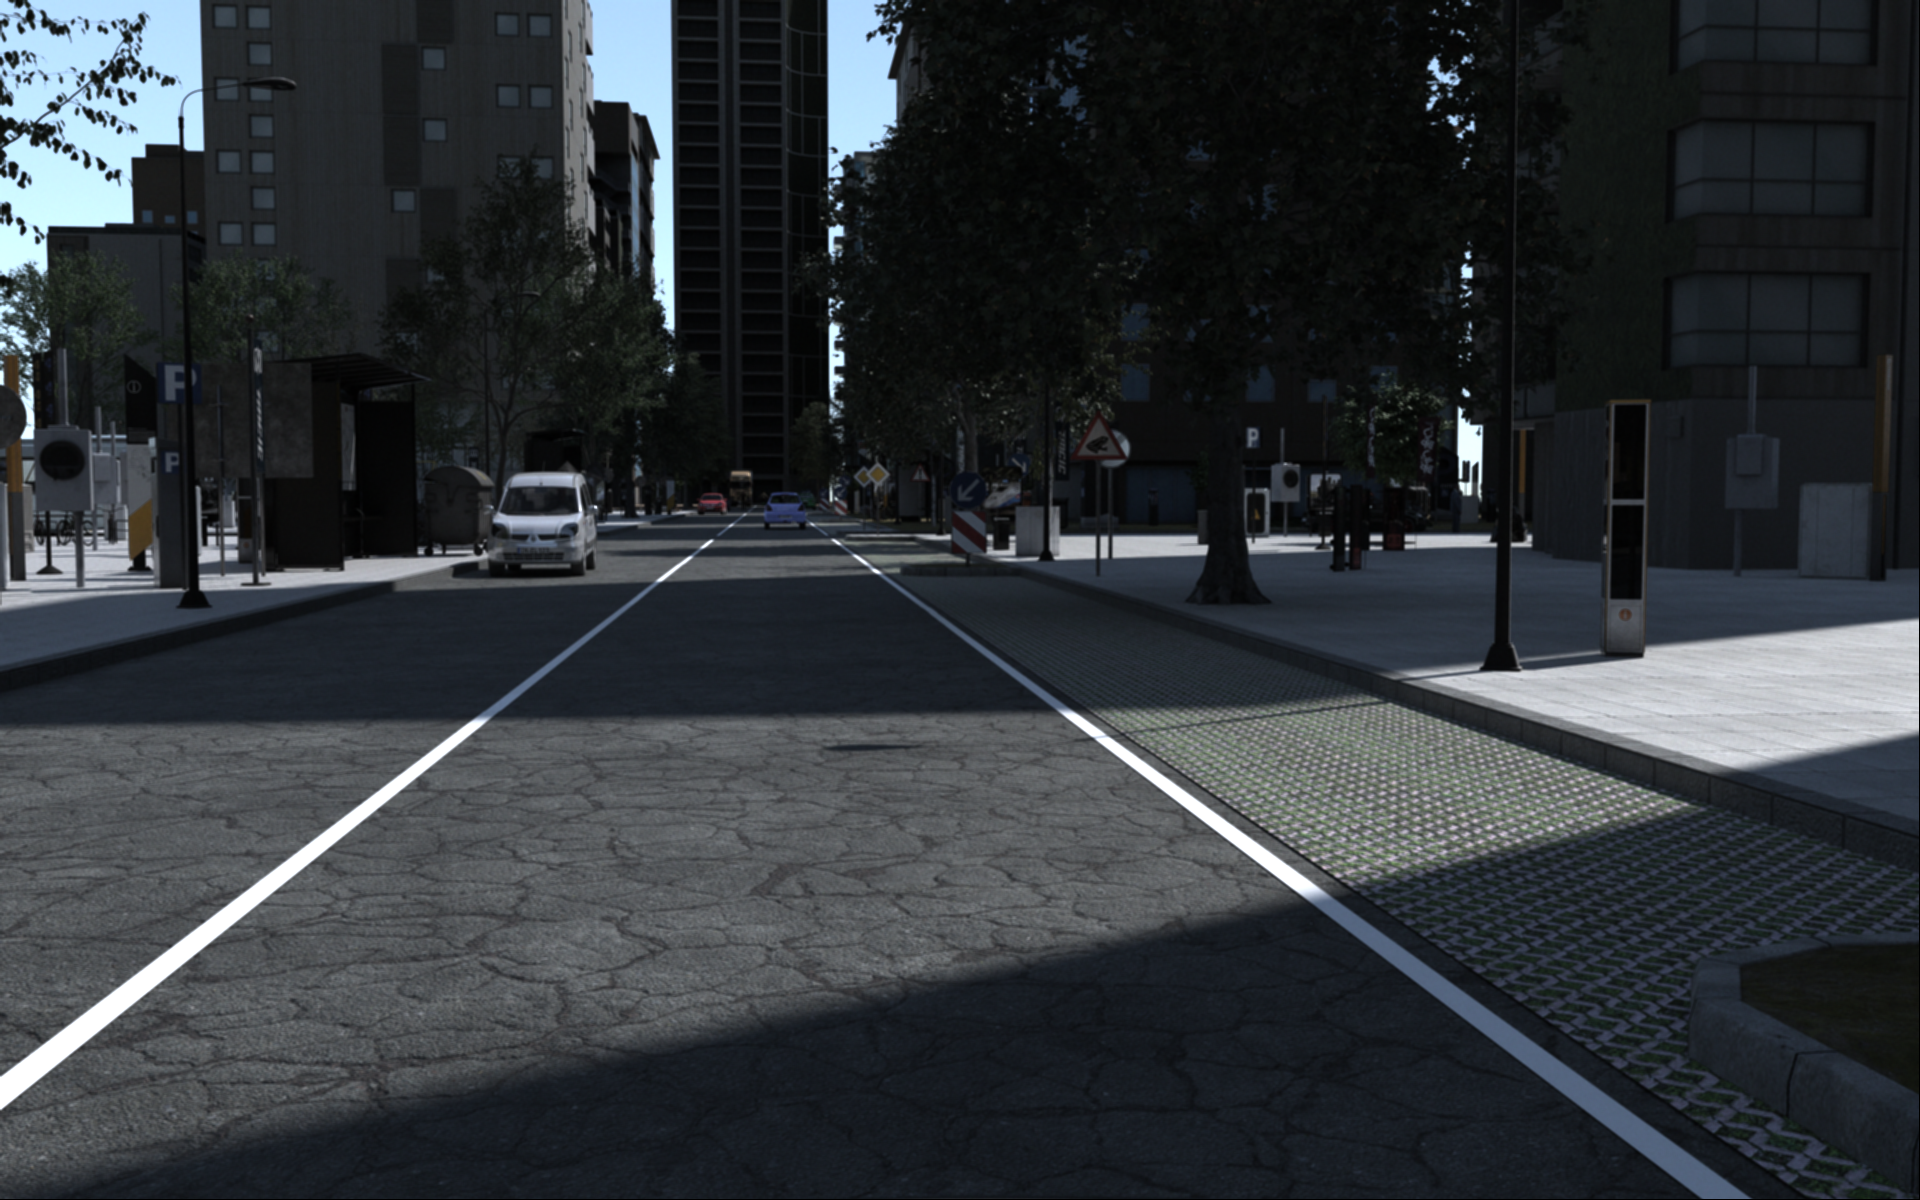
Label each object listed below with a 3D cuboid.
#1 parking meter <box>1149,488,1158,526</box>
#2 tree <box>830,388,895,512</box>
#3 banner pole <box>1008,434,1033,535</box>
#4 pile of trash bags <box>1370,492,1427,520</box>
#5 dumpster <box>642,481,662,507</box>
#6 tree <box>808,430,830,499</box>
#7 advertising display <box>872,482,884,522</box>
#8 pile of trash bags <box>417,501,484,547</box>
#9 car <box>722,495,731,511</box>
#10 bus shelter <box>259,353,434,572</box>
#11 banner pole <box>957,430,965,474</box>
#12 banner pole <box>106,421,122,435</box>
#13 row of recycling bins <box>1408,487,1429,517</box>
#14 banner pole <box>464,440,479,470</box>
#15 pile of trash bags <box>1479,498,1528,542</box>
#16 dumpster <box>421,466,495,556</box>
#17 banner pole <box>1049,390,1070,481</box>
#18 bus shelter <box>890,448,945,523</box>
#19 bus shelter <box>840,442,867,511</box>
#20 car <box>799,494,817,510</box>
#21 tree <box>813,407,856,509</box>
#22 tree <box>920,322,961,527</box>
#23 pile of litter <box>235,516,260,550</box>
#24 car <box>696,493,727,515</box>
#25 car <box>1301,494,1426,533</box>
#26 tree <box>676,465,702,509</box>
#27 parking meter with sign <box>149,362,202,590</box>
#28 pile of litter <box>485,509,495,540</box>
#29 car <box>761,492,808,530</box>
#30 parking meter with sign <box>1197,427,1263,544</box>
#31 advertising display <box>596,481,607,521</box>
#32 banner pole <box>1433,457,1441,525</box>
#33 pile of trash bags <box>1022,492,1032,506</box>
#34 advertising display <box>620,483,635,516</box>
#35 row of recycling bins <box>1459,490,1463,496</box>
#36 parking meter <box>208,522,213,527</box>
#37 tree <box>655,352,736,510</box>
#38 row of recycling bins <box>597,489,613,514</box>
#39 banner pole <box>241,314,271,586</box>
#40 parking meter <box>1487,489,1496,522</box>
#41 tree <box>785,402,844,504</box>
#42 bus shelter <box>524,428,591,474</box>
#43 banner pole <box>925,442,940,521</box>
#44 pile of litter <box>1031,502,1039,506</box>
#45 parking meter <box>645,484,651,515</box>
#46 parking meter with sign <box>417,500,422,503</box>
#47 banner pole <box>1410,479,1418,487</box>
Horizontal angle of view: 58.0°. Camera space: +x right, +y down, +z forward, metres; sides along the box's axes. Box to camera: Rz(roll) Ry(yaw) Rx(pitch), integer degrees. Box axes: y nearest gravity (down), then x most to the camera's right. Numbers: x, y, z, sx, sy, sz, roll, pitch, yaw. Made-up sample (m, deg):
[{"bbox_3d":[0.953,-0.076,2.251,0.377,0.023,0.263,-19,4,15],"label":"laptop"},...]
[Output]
[{"bbox_3d":[7.833,-3.774,70.112,0.372,1.533,0.369,0,3,0],"label":"parking meter"},{"bbox_3d":[-4.791,-9.049,98.313,4.737,8.622,4.395,0,3,0],"label":"tree"},{"bbox_3d":[1.747,-3.945,54.512,0.863,3.779,0.401,2,4,30],"label":"banner pole"},{"bbox_3d":[16.964,-3.597,68.568,3.447,1.369,1.912,-3,5,-41],"label":"pile of trash bags"},{"bbox_3d":[-21.996,-7.445,124.224,1.502,2.255,1.985,0,4,-6],"label":"dumpster"},{"bbox_3d":[-13.617,-14.226,182.952,4.737,8.622,4.395,0,3,0],"label":"tree"},{"bbox_3d":[-3.829,-4.617,80.704,0.123,1.923,0.974,2,4,26],"label":"advertising display"},{"bbox_3d":[-12.957,-2.079,43.749,1.912,1.369,3.447,0,4,-5],"label":"pile of trash bags"},{"bbox_3d":[-20.728,-8.390,149.750,1.945,1.354,3.894,0,4,-6],"label":"car"},{"bbox_3d":[-11.120,-2.478,31.797,1.731,3.624,6.357,0,4,-6],"label":"bus shelter"},{"bbox_3d":[0.148,-3.844,52.864,0.401,3.779,0.863,-3,4,-39],"label":"banner pole"},{"bbox_3d":[-29.090,-4.264,59.734,0.863,3.779,0.401,2,4,24],"label":"banner pole"},{"bbox_3d":[25.373,-5.457,96.330,1.069,1.692,3.534,2,4,27],"label":"row of recycling bins"},{"bbox_3d":[-22.717,-5.529,80.413,0.863,3.779,0.401,0,4,-3],"label":"banner pole"},{"bbox_3d":[15.761,-2.209,45.871,3.447,1.369,1.912,3,5,39],"label":"pile of trash bags"},{"bbox_3d":[-10.538,-1.873,36.386,1.264,1.857,1.865,0,4,-6],"label":"dumpster"},{"bbox_3d":[2.291,-3.112,40.903,0.863,3.779,0.401,-3,4,-36],"label":"banner pole"},{"bbox_3d":[-1.950,-5.156,78.231,2.014,3.302,5.546,0,4,-6],"label":"bus shelter"},{"bbox_3d":[-7.900,-9.340,130.344,2.179,5.291,8.768,0,4,-6],"label":"bus shelter"},{"bbox_3d":[-13.585,-8.788,152.483,1.959,1.807,4.718,0,4,-5],"label":"car"},{"bbox_3d":[-10.573,-11.985,146.317,4.360,8.622,3.978,0,3,0],"label":"tree"},{"bbox_3d":[-0.802,-7.205,68.168,4.360,8.622,3.978,0,3,0],"label":"tree"},{"bbox_3d":[-16.229,-1.616,40.393,1.176,0.858,1.719,-3,4,-39],"label":"pile of litter"},{"bbox_3d":[-17.289,-6.842,120.902,2.155,1.783,4.494,0,4,-4],"label":"car"},{"bbox_3d":[13.782,-3.023,59.217,4.222,1.686,2.009,0,4,-5],"label":"car"},{"bbox_3d":[-24.217,-10.245,151.225,4.285,4.588,4.351,0,3,0],"label":"tree"},{"bbox_3d":[-10.796,-1.680,23.734,0.543,3.016,1.738,-2,4,-33],"label":"parking meter with sign"},{"bbox_3d":[-13.746,-2.146,49.056,1.176,0.858,1.719,2,4,32],"label":"pile of litter"},{"bbox_3d":[-7.204,-3.763,71.122,1.945,1.707,3.694,0,4,-7],"label":"car"},{"bbox_3d":[6.939,-2.960,44.650,1.738,3.016,0.543,-2,4,-31],"label":"parking meter with sign"},{"bbox_3d":[-17.168,-4.739,82.696,0.123,1.923,0.974,-3,5,-43],"label":"advertising display"},{"bbox_3d":[19.713,-4.999,71.750,0.401,3.779,0.863,1,4,21],"label":"banner pole"},{"bbox_3d":[2.180,-3.969,74.645,1.912,1.369,3.447,-2,4,-25],"label":"pile of trash bags"},{"bbox_3d":[-19.176,-5.790,99.876,0.123,1.923,0.974,3,5,45],"label":"advertising display"},{"bbox_3d":[38.134,-7.834,135.200,1.069,1.692,3.534,-1,4,-12],"label":"row of recycling bins"},{"bbox_3d":[-29.026,-3.602,67.308,0.372,1.533,0.369,0,3,0],"label":"parking meter"},{"bbox_3d":[-21.855,-13.449,138.014,7.486,12.596,7.792,0,3,0],"label":"tree"},{"bbox_3d":[-23.906,-6.568,114.496,1.069,1.692,3.534,0,4,8],"label":"row of recycling bins"},{"bbox_3d":[-9.925,-2.107,24.460,0.401,3.779,0.863,0,4,-7],"label":"banner pole"},{"bbox_3d":[24.138,-4.298,78.679,0.372,1.533,0.369,0,3,0],"label":"parking meter"},{"bbox_3d":[-17.905,-18.031,212.936,7.486,12.596,7.792,0,3,0],"label":"tree"},{"bbox_3d":[-14.878,-4.466,64.296,1.731,3.624,6.357,0,4,-6],"label":"bus shelter"},{"bbox_3d":[-1.242,-5.655,82.484,0.401,3.779,0.863,-2,4,-24],"label":"banner pole"},{"bbox_3d":[4.164,-5.091,97.196,1.719,0.858,1.176,1,4,18],"label":"pile of litter"},{"bbox_3d":[-18.912,-6.069,104.932,0.255,1.863,0.399,1,4,17],"label":"parking meter"},{"bbox_3d":[-40.918,-8.134,129.246,0.543,3.016,1.738,2,4,27],"label":"parking meter with sign"},{"bbox_3d":[35.800,-8.981,136.860,0.863,3.779,0.401,0,4,4],"label":"banner pole"}]
